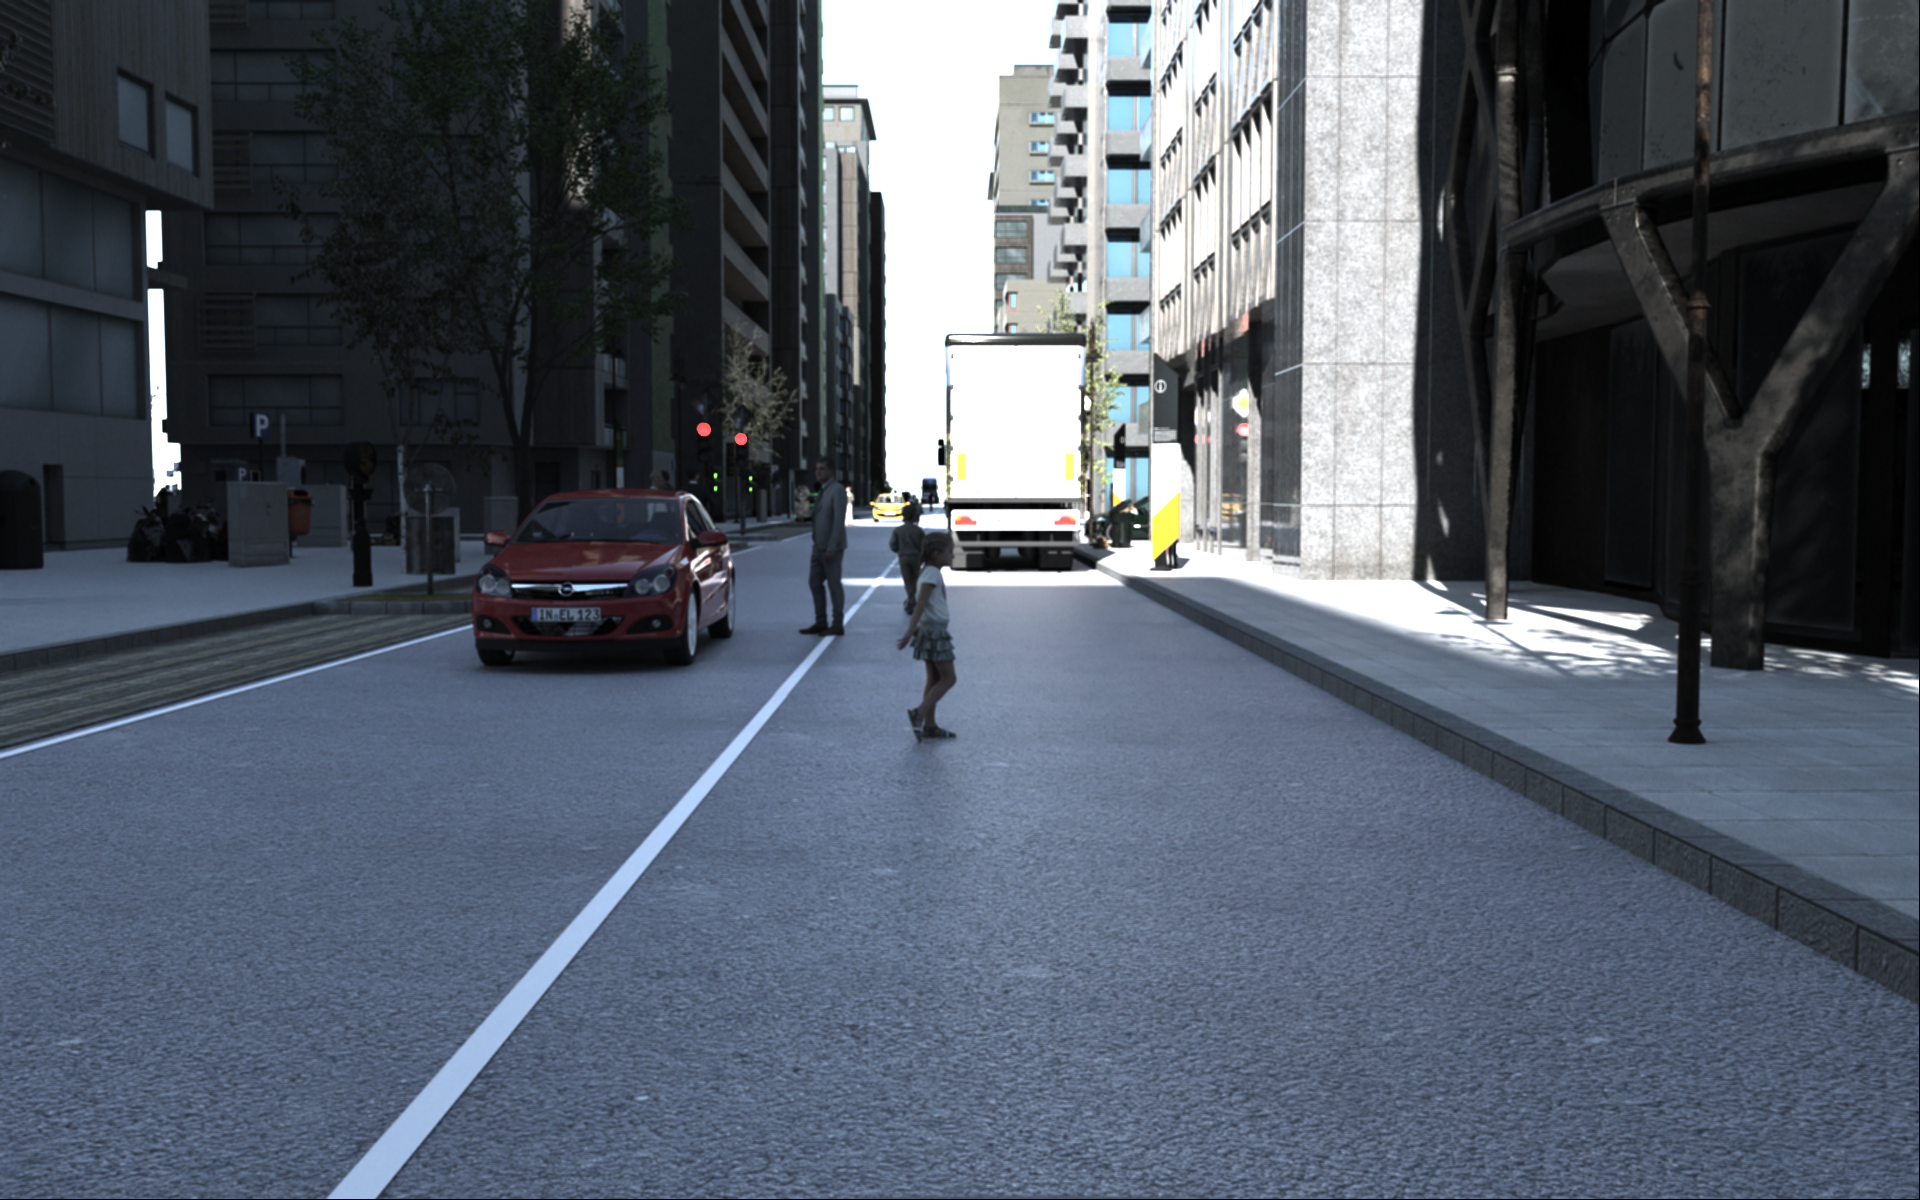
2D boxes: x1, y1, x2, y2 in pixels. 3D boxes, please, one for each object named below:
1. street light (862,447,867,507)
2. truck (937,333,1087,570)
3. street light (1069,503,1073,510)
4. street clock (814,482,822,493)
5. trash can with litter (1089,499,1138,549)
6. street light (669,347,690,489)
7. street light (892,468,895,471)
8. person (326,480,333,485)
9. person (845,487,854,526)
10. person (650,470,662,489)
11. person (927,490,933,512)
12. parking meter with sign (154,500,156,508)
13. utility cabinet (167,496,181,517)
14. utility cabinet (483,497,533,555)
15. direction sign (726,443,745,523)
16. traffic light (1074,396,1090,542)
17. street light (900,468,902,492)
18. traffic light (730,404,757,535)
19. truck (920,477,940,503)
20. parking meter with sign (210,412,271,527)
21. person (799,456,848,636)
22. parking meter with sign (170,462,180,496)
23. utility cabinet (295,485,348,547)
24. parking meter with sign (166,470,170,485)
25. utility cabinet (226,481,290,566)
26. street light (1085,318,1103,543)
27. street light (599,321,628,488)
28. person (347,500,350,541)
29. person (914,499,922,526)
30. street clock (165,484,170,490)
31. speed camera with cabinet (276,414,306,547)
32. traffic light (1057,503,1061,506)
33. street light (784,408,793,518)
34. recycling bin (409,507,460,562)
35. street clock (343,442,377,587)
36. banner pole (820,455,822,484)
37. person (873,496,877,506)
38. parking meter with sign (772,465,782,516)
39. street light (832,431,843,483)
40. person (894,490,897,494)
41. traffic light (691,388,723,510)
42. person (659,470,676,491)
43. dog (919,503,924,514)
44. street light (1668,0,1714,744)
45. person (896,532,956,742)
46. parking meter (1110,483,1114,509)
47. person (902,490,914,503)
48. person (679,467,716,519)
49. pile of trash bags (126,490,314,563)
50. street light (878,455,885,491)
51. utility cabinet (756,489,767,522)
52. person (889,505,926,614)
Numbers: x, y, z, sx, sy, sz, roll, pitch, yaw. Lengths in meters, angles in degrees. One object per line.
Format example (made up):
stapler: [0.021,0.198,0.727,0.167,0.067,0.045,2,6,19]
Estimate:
street light: [-9.273,-11.879,167.017,0.468,5.910,1.993,0,4,0]
truck: [0.928,-2.867,35.783,2.839,4.237,11.283,0,4,0]
street light: [3.566,-5.063,55.569,0.468,5.910,1.993,0,4,0]
street clock: [-8.674,-6.186,105.705,0.471,2.002,0.358,-2,4,-30]
trash can with litter: [3.620,-1.801,40.836,1.055,1.170,0.624,-1,4,-22]
street light: [-8.829,-5.002,54.570,0.468,5.910,1.993,0,4,0]
street light: [-9.558,-17.013,250.949,0.468,5.910,1.993,0,4,0]
person: [-18.723,-2.648,51.659,0.638,1.841,0.748,-3,4,-37]
person: [-5.031,-4.214,77.952,0.362,1.759,0.519,-3,5,-44]
person: [-5.180,-1.281,29.320,0.818,1.842,0.514,-1,4,-20]
person: [-2.463,-8.145,142.189,0.721,1.766,1.217,1,4,17]
parking meter with sign: [-53.532,-7.183,113.695,0.543,3.016,1.738,1,4,19]
utility cabinet: [-33.519,-3.876,74.535,1.020,1.237,0.306,-1,4,-10]
utility cabinet: [-9.663,-1.586,37.095,1.020,1.237,0.306,-3,5,-44]
direction sign: [-9.877,-5.167,76.484,0.876,3.537,0.379,-1,4,-21]
traffic light: [3.092,-3.490,45.986,0.839,4.253,0.868,0,4,0]
street light: [-9.745,-19.251,287.538,0.468,5.910,1.993,0,4,0]
traffic light: [-6.753,-3.975,53.914,0.839,4.253,0.868,0,4,0]
truck: [-4.617,-17.402,274.287,2.967,4.110,18.799,0,4,0]
parking meter with sign: [-15.802,-2.523,37.505,1.738,3.016,0.543,1,4,18]
person: [-1.334,-0.548,17.565,0.391,1.810,0.635,-2,4,-32]
parking meter with sign: [-41.713,-5.977,93.985,0.543,3.016,1.738,2,4,33]
utility cabinet: [-15.393,-2.024,41.766,1.173,1.500,0.318,1,4,10]
parking meter with sign: [-56.143,-7.793,123.676,0.543,3.016,1.738,-3,5,-39]
utility cabinet: [-12.496,-1.358,30.878,0.318,1.500,1.173,1,4,21]
street light: [3.465,-4.455,45.624,0.468,5.910,1.993,0,4,0]
street light: [-8.814,-4.366,44.177,0.468,5.910,1.993,0,4,0]
person: [-17.476,-2.326,49.127,0.523,1.515,0.503,-2,4,-24]
person: [-1.719,-3.505,70.491,0.332,1.250,0.352,1,4,12]
street clock: [-58.055,-7.486,126.965,0.358,2.002,0.471,0,4,6]
speed camera with cabinet: [-16.502,-2.940,42.405,0.660,3.252,2.038,-1,4,-10]
traffic light: [3.058,-3.979,53.971,0.839,4.253,0.868,0,4,0]
street light: [-9.006,-7.223,90.881,0.468,5.910,1.993,0,4,0]
recycling bin: [-9.892,-1.222,32.530,0.722,1.027,0.722,3,5,40]
street clock: [-8.301,-1.189,24.016,0.358,2.002,0.471,1,4,13]
banner pole: [-8.746,-7.361,110.369,0.401,3.779,0.863,1,4,18]
person: [-5.073,-5.610,104.504,0.425,1.301,0.394,-2,4,-33]
parking meter with sign: [-10.795,-6.469,102.030,0.543,3.016,1.738,-1,4,-14]
street light: [-9.123,-9.659,130.705,0.468,5.910,1.993,0,4,0]
person: [-3.966,-5.933,106.506,0.522,1.701,0.512,-1,4,-19]
traffic light: [-6.719,-3.487,45.929,0.839,4.253,0.868,0,4,0]
person: [-5.299,-1.359,30.518,0.447,1.846,0.655,1,4,20]
dog: [-2.656,-6.523,123.479,0.800,0.831,0.513,-3,5,-40]
street light: [3.761,-2.201,8.781,0.468,5.910,1.993,0,4,0]
person: [-0.217,0.205,10.163,0.382,1.210,0.505,-1,4,-11]
parking meter: [7.087,-4.504,79.357,0.399,1.863,0.255,-1,4,-18]
person: [-4.338,-8.009,140.271,1.217,1.723,0.721,0,4,-6]
person: [-4.601,-1.378,30.389,0.648,1.900,0.474,-1,4,-14]
pile of trash bags: [-14.190,-1.461,33.640,1.912,1.369,3.447,3,4,39]
street light: [-9.530,-14.792,214.637,0.468,5.910,1.993,0,4,0]
utility cabinet: [-9.006,-4.286,78.752,0.318,1.500,1.173,-1,4,-16]
person: [-0.619,-0.488,20.747,0.475,1.303,0.640,-1,4,-21]
